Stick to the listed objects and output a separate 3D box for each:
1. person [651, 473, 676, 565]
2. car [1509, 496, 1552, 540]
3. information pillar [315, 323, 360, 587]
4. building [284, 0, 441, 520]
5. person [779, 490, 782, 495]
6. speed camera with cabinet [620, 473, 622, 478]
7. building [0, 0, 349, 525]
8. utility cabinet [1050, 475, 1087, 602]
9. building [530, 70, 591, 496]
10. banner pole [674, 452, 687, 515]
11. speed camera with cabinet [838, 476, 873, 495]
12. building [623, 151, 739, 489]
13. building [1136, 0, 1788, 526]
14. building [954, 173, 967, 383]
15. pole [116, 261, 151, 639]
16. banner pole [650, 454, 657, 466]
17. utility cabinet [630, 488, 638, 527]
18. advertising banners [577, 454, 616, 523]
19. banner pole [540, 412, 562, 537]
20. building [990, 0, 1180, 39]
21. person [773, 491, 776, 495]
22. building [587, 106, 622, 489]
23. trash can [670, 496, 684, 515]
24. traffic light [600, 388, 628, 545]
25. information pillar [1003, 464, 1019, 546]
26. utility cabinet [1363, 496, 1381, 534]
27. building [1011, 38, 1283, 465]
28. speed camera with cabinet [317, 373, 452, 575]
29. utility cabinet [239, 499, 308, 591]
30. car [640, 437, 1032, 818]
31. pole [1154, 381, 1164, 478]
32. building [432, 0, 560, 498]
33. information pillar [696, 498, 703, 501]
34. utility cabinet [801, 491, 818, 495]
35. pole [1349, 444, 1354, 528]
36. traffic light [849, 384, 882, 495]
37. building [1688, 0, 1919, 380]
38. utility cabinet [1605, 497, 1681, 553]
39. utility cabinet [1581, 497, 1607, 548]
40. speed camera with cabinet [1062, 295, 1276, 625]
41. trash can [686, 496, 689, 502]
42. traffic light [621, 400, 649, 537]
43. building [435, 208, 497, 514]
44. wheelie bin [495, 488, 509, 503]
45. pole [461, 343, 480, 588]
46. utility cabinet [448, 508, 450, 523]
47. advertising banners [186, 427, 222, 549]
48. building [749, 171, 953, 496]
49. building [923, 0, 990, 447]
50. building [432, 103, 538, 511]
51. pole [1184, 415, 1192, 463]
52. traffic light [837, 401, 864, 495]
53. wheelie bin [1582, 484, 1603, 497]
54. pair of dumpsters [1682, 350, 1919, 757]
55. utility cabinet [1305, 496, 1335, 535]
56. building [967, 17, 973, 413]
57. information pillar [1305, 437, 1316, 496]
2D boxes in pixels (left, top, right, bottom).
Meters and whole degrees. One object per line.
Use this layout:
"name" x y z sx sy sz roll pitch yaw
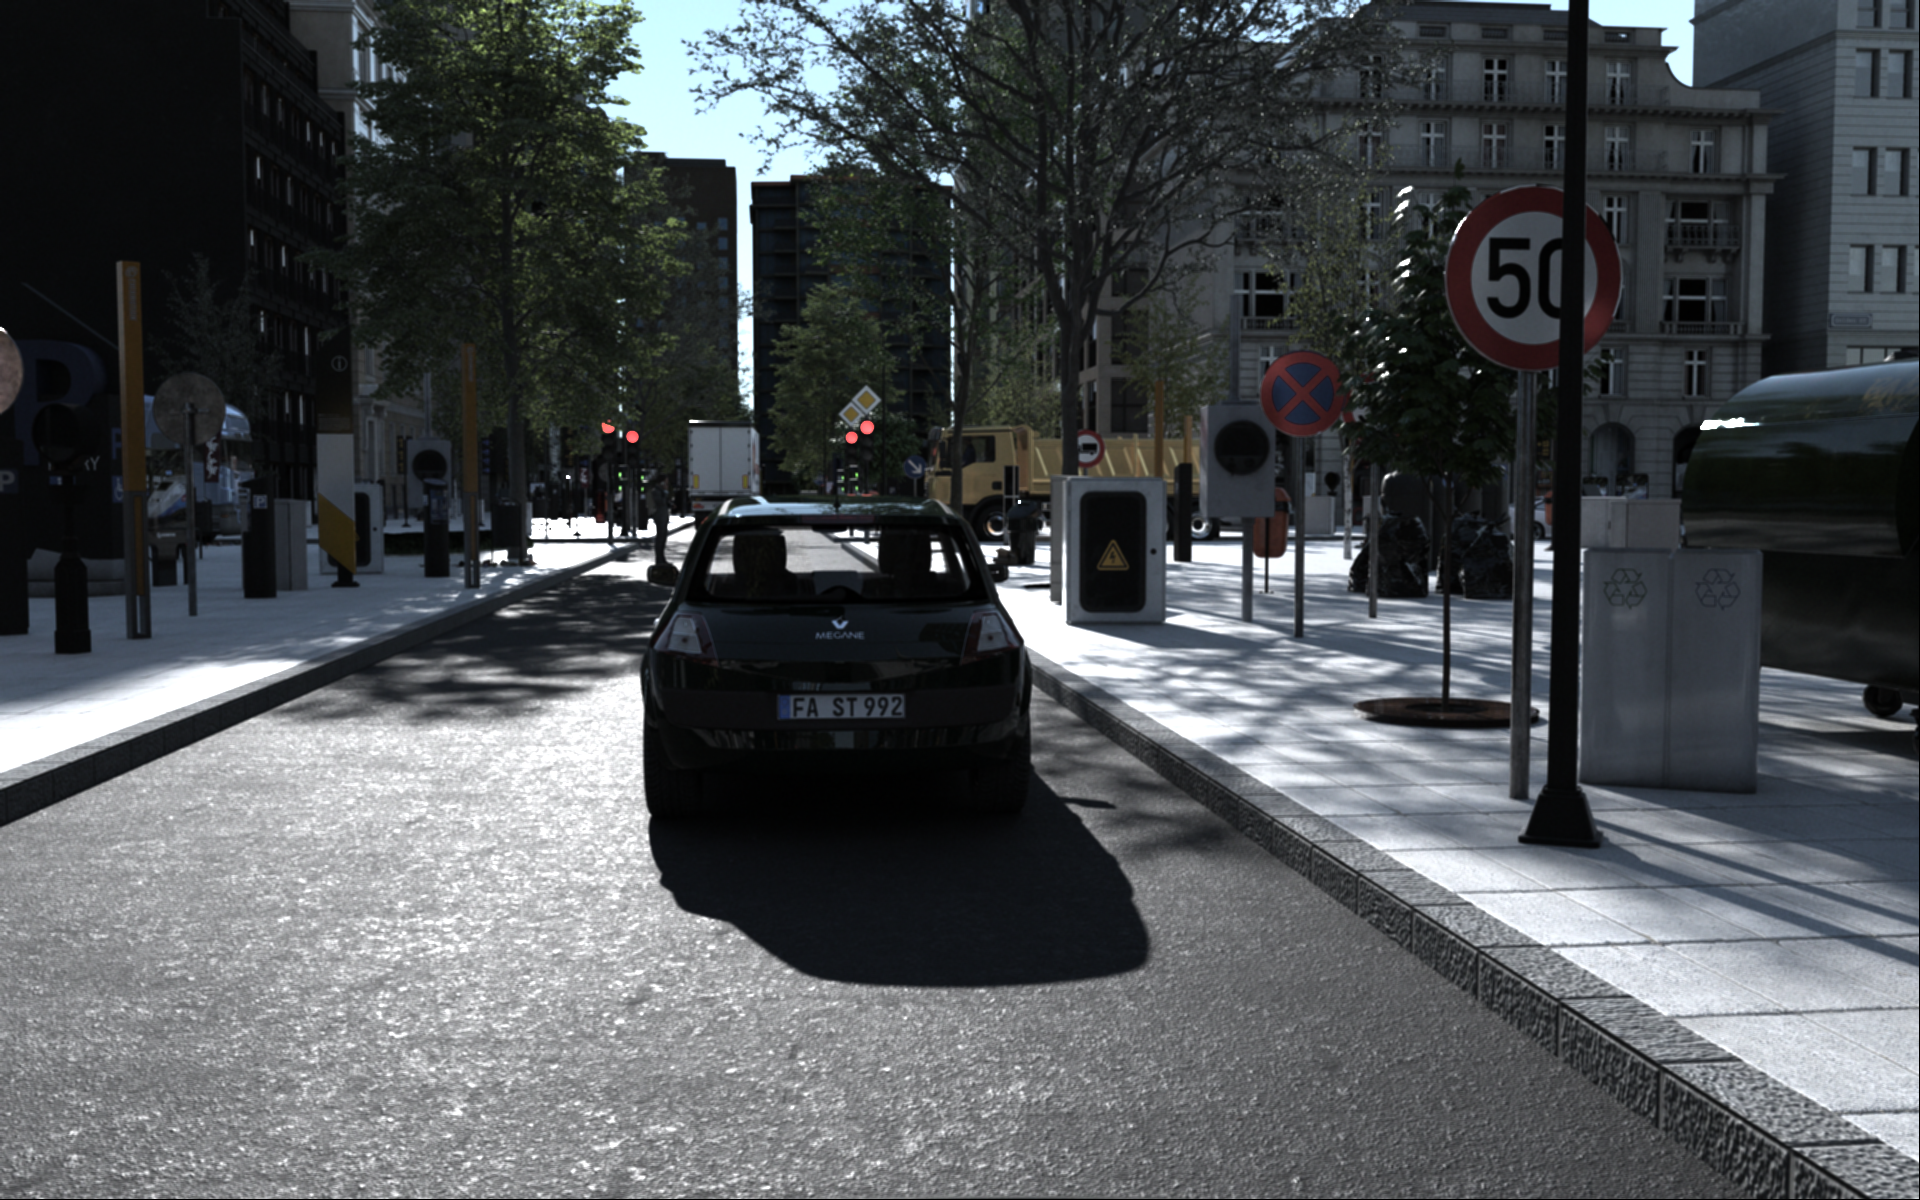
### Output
"person" -5.881 -1.603 34.516 0.447 1.846 0.655 0 4 5
"car" 17.910 -2.390 51.435 4.827 1.381 2.083 0 4 -6
"information pillar" -8.574 -1.985 23.817 0.504 3.616 0.183 0 4 -8
"building" -34.884 -18.489 88.201 13.634 28.700 20.117 0 4 -6
"person" -16.810 -9.449 163.008 0.705 1.821 1.348 0 4 -7
"speed camera with cabinet" -14.253 -4.897 74.395 0.660 3.252 2.038 1 4 20
"building" -33.163 -14.729 70.503 12.332 23.373 15.834 0 4 -6
"utility cabinet" 1.429 -0.736 20.709 0.318 1.500 1.173 1 4 23
"building" -46.119 -32.308 178.342 14.200 45.320 14.600 0 4 -6
"banner pole" -16.697 -6.969 103.960 0.863 3.779 0.401 -1 4 -13
"speed camera with cabinet" -3.998 -4.399 66.259 0.660 3.252 2.038 1 4 22
"building" -36.666 -35.463 229.922 14.200 45.320 14.600 0 4 -6
"building" 20.849 -14.296 75.543 24.055 21.916 13.314 0 4 -6
"building" 10.058 -37.557 237.753 21.600 48.544 21.300 0 4 -6
"pole" -7.300 -1.312 15.301 0.158 3.312 0.155 0 3 0
"banner pole" -19.200 -7.256 108.644 0.863 3.779 0.401 2 4 34
"utility cabinet" -12.640 -3.609 67.679 0.318 1.500 1.173 -2 4 -25
"advertising banners" -15.819 -4.893 76.195 2.074 3.025 0.090 1 4 9
"banner pole" -12.072 -3.739 51.149 0.863 3.779 0.401 2 4 32
"building" 9.116 -27.807 138.246 14.154 41.232 14.086 0 4 -6
"person" -19.746 -10.668 183.714 1.217 1.735 0.721 3 4 37
"building" -58.135 -39.439 234.070 27.495 52.752 28.713 0 4 -6
"trash can" -17.876 -5.880 107.798 0.748 1.137 0.748 0 3 0
"traffic light" -8.838 -3.356 43.790 0.839 4.253 0.868 0 4 -6
"information pillar" 1.278 -2.365 43.152 0.304 2.012 0.304 2 4 26
"utility cabinet" 13.285 -2.720 55.627 0.306 1.237 1.020 3 4 38
"building" 15.240 -18.837 112.498 19.350 26.468 34.151 0 4 -6
"speed camera with cabinet" -9.283 -2.056 27.949 2.038 3.252 0.660 -1 4 -19
"utility cabinet" -9.219 -0.741 23.281 1.020 1.237 0.306 2 4 31
"car" -0.677 0.041 9.121 2.009 1.686 4.222 0 4 -5
"pole" 3.595 -2.291 31.302 0.158 3.312 0.155 0 3 0
"building" -45.246 -43.325 146.609 20.563 71.187 20.611 0 4 -6
"information pillar" -16.256 -7.149 108.243 0.504 3.616 0.183 -1 4 -20
"utility cabinet" -10.879 -7.115 125.014 1.173 1.500 0.318 0 4 5
"pole" 14.715 -4.365 65.203 0.158 3.312 0.155 0 3 0
"traffic light" -2.419 -3.401 44.524 0.839 4.253 0.868 0 4 -6
"building" 49.098 -18.290 76.531 29.804 29.767 11.434 0 4 -6
"utility cabinet" 8.988 -0.709 22.749 1.020 1.237 0.306 -2 4 -28
"utility cabinet" 15.128 -1.812 40.794 1.020 1.237 0.306 2 4 28
"speed camera with cabinet" 2.053 -1.394 17.120 2.038 3.252 0.660 0 4 0
"trash can" -18.067 -6.220 113.354 0.748 1.137 0.748 0 3 0
"traffic light" -9.729 -3.841 51.725 0.839 4.253 0.868 0 4 -6
"building" -37.947 -16.419 110.250 13.314 21.916 24.055 0 4 -6
"wheelie bin" -25.641 -5.473 97.393 0.980 1.594 0.693 -2 4 -27
"pole" -6.655 -1.816 23.536 0.158 3.312 0.155 0 3 0
"utility cabinet" -22.908 -3.976 76.168 1.020 1.237 0.306 2 4 25
"advertising banners" -18.217 -2.724 40.719 2.074 3.025 0.090 1 4 13
"building" -15.597 -35.535 235.618 28.867 44.769 22.147 0 4 -6
"building" 8.695 -52.689 174.134 22.319 86.520 31.000 0 4 -6
"building" -40.219 -21.974 130.979 14.160 30.474 14.107 0 4 -6
"pole" 5.913 -3.130 45.016 0.158 3.312 0.155 0 3 0
"traffic light" -3.310 -3.886 52.460 0.839 4.253 0.868 0 4 -6
"wheelie bin" 19.960 -2.885 55.077 0.980 1.594 0.693 -1 4 -22
"pair of dumpsters" 5.150 -0.327 7.838 1.574 2.255 4.437 0 4 -7
"utility cabinet" 11.326 -2.665 54.742 1.020 1.237 0.306 3 5 43
"building" 7.368 -28.673 152.398 14.154 41.232 14.086 0 4 -6
"information pillar" 13.484 -4.619 66.876 0.183 3.616 0.504 -3 5 -43
